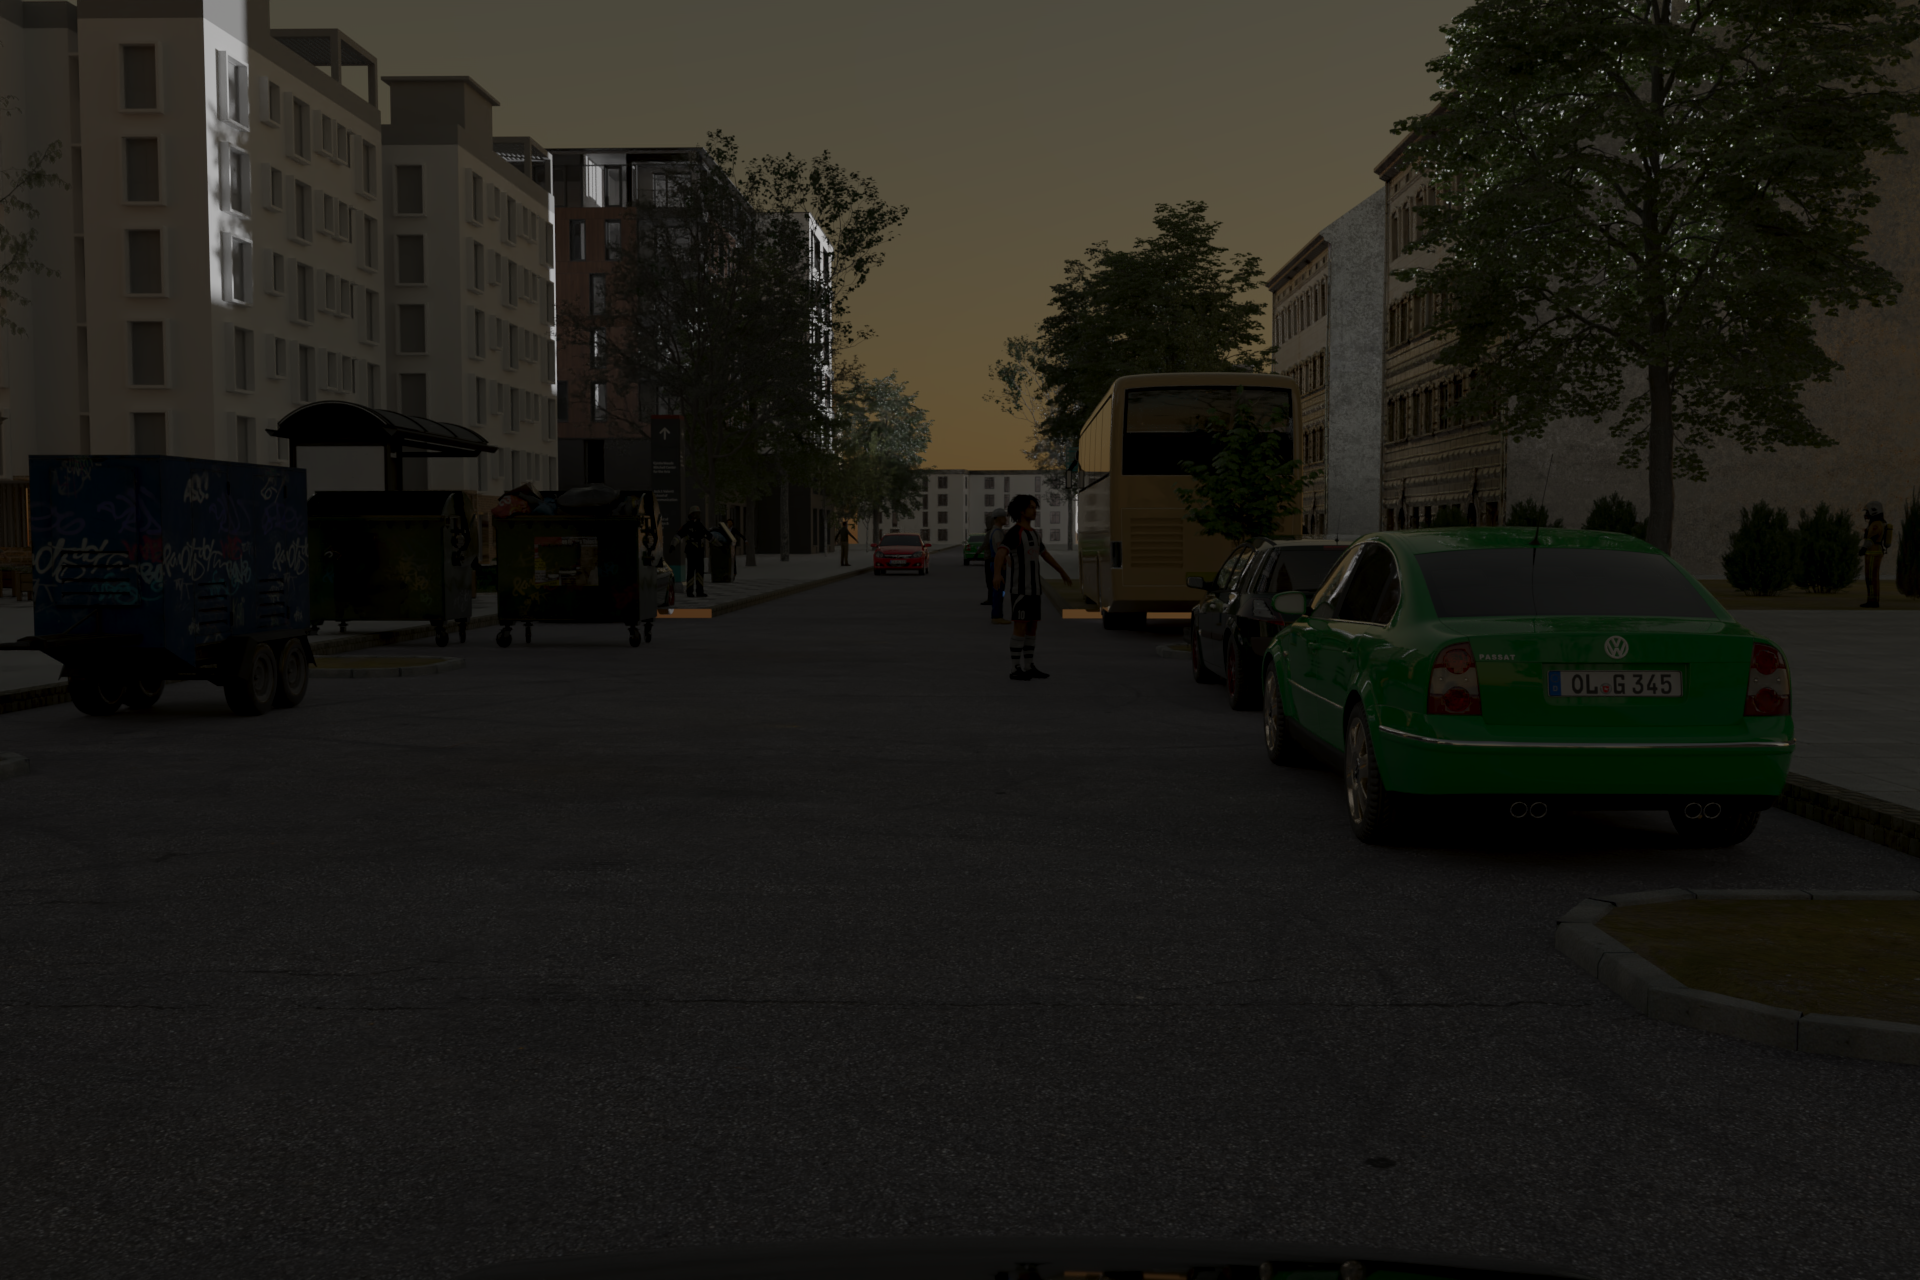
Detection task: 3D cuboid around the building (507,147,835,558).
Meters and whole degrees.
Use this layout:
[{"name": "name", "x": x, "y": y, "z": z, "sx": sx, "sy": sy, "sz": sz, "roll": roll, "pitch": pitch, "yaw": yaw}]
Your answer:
[{"name": "building", "x": -23.506, "y": -16.177, "z": 108.463, "sx": 27.936, "sy": 21.610, "sz": 32.646, "roll": 0, "pitch": 4, "yaw": 2}]

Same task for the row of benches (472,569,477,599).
[{"name": "row of benches", "x": -11.701, "y": -1.148, "z": 34.240, "sx": 4.104, "sy": 0.672, "sz": 1.422, "roll": -1, "pitch": 4, "yaw": -14}]

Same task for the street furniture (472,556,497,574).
[{"name": "street furniture", "x": -14.763, "y": -1.939, "z": 47.329, "sx": 10.072, "sy": 0.657, "sz": 5.734, "roll": -2, "pitch": 4, "yaw": -30}]

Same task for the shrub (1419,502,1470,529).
[{"name": "shrub", "x": 11.562, "y": -2.227, "z": 40.831, "sx": 1.690, "sy": 2.028, "sz": 1.600, "roll": 0, "pitch": 3, "yaw": 0}]

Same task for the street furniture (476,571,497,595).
[{"name": "street furniture", "x": -12.848, "y": -1.442, "z": 39.195, "sx": 10.072, "sy": 0.657, "sz": 5.734, "roll": 0, "pitch": 4, "yaw": 1}]

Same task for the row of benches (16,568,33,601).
[{"name": "row of benches", "x": -15.983, "y": -1.108, "z": 33.584, "sx": 4.104, "sy": 0.672, "sz": 1.422, "roll": -1, "pitch": 4, "yaw": -9}]

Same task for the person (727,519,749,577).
[{"name": "person", "x": -6.954, "y": -2.785, "z": 52.256, "sx": 1.216, "sy": 1.740, "sz": 0.721, "roll": 0, "pitch": 4, "yaw": 7}]

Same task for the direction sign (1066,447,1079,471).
[{"name": "direction sign", "x": 4.159, "y": -3.558, "z": 46.937, "sx": 2.525, "sy": 3.948, "sz": 1.411, "roll": 0, "pitch": 4, "yaw": 1}]

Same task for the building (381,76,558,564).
[{"name": "building", "x": -25.174, "y": -13.253, "z": 73.114, "sx": 16.016, "sy": 20.090, "sz": 11.380, "roll": 0, "pitch": 4, "yaw": 0}]

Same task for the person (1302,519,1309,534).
[{"name": "person", "x": 9.928, "y": -2.723, "z": 50.740, "sx": 0.704, "sy": 1.802, "sz": 1.346, "roll": -1, "pitch": 4, "yaw": -22}]

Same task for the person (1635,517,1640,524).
[{"name": "person", "x": 19.297, "y": -2.648, "z": 49.753, "sx": 1.216, "sy": 1.772, "sz": 0.721, "roll": -3, "pitch": 4, "yaw": -36}]

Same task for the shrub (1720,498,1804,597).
[{"name": "shrub", "x": 16.595, "y": -1.919, "z": 35.802, "sx": 1.690, "sy": 2.028, "sz": 1.600, "roll": 0, "pitch": 3, "yaw": 0}]

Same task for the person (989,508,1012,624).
[{"name": "person", "x": 0.647, "y": -1.181, "z": 27.617, "sx": 0.705, "sy": 1.847, "sz": 1.347, "roll": 0, "pitch": 4, "yaw": -7}]

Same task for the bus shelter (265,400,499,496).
[{"name": "bus shelter", "x": -9.471, "y": -2.146, "z": 29.003, "sx": 2.014, "sy": 3.302, "sz": 5.546, "roll": 0, "pitch": 4, "yaw": 1}]

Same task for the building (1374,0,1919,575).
[{"name": "building", "x": 26.599, "y": -14.175, "z": 62.683, "sx": 19.493, "sy": 23.208, "sz": 18.063, "roll": 0, "pitch": 4, "yaw": 2}]

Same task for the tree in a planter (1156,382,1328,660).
[{"name": "tree in a planter", "x": 3.353, "y": -1.419, "z": 20.426, "sx": 1.991, "sy": 3.239, "sz": 1.994, "roll": 0, "pitch": 4, "yaw": 1}]

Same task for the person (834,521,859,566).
[{"name": "person", "x": -4.606, "y": -3.867, "z": 69.497, "sx": 1.348, "sy": 1.796, "sz": 0.705, "roll": 3, "pitch": 5, "yaw": 42}]

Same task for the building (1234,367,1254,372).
[{"name": "building", "x": 26.848, "y": -21.306, "z": 204.776, "sx": 16.016, "sy": 20.090, "sz": 11.380, "roll": 0, "pitch": 4, "yaw": 1}]

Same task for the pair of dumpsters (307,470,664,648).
[{"name": "pair of dumpsters", "x": -6.133, "y": -1.060, "z": 22.289, "sx": 4.436, "sy": 2.255, "sz": 1.574, "roll": 0, "pitch": 4, "yaw": 2}]

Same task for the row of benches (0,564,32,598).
[{"name": "row of benches", "x": -19.457, "y": -1.246, "z": 35.831, "sx": 1.422, "sy": 0.672, "sz": 4.104, "roll": 0, "pitch": 4, "yaw": 6}]

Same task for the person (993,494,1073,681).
[{"name": "person", "x": 0.667, "y": -0.518, "z": 17.078, "sx": 0.704, "sy": 1.843, "sz": 1.345, "roll": 2, "pitch": 4, "yaw": 35}]

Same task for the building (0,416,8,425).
[{"name": "building", "x": -27.768, "y": -12.486, "z": 20.794, "sx": 14.369, "sy": 24.946, "sz": 33.146, "roll": 0, "pitch": 4, "yaw": 2}]

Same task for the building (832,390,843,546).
[{"name": "building", "x": -22.708, "y": -21.679, "z": 185.373, "sx": 19.493, "sy": 23.208, "sz": 18.063, "roll": 0, "pitch": 4, "yaw": 2}]

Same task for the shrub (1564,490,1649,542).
[{"name": "shrub", "x": 11.659, "y": -1.653, "z": 31.061, "sx": 1.661, "sy": 2.075, "sz": 1.752, "roll": 0, "pitch": 3, "yaw": 0}]

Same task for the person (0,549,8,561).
[{"name": "person", "x": -13.097, "y": -0.969, "z": 22.598, "sx": 1.215, "sy": 1.744, "sz": 0.721, "roll": -3, "pitch": 5, "yaw": -43}]

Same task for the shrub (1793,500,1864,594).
[{"name": "shrub", "x": 18.709, "y": -2.023, "z": 37.488, "sx": 1.690, "sy": 2.028, "sz": 1.600, "roll": 0, "pitch": 3, "yaw": 0}]

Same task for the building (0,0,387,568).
[{"name": "building", "x": -27.976, "y": -12.189, "z": 55.714, "sx": 16.016, "sy": 20.090, "sz": 11.380, "roll": 0, "pitch": 4, "yaw": 1}]

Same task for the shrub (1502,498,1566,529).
[{"name": "shrub", "x": 11.660, "y": -1.934, "z": 35.668, "sx": 1.661, "sy": 2.075, "sz": 1.752, "roll": 0, "pitch": 3, "yaw": 0}]

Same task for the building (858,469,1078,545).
[{"name": "building", "x": 1.281, "y": -17.116, "z": 224.446, "sx": 28.070, "sy": 9.664, "sz": 9.099, "roll": 1, "pitch": 4, "yaw": 11}]

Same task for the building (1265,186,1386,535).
[{"name": "building", "x": 27.926, "y": -16.190, "z": 95.627, "sx": 19.493, "sy": 23.208, "sz": 18.063, "roll": 0, "pitch": 4, "yaw": 1}]

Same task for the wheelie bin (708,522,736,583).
[{"name": "wheelie bin", "x": -6.275, "y": -2.303, "z": 45.560, "sx": 0.693, "sy": 1.594, "sz": 0.980, "roll": 0, "pitch": 4, "yaw": 2}]
